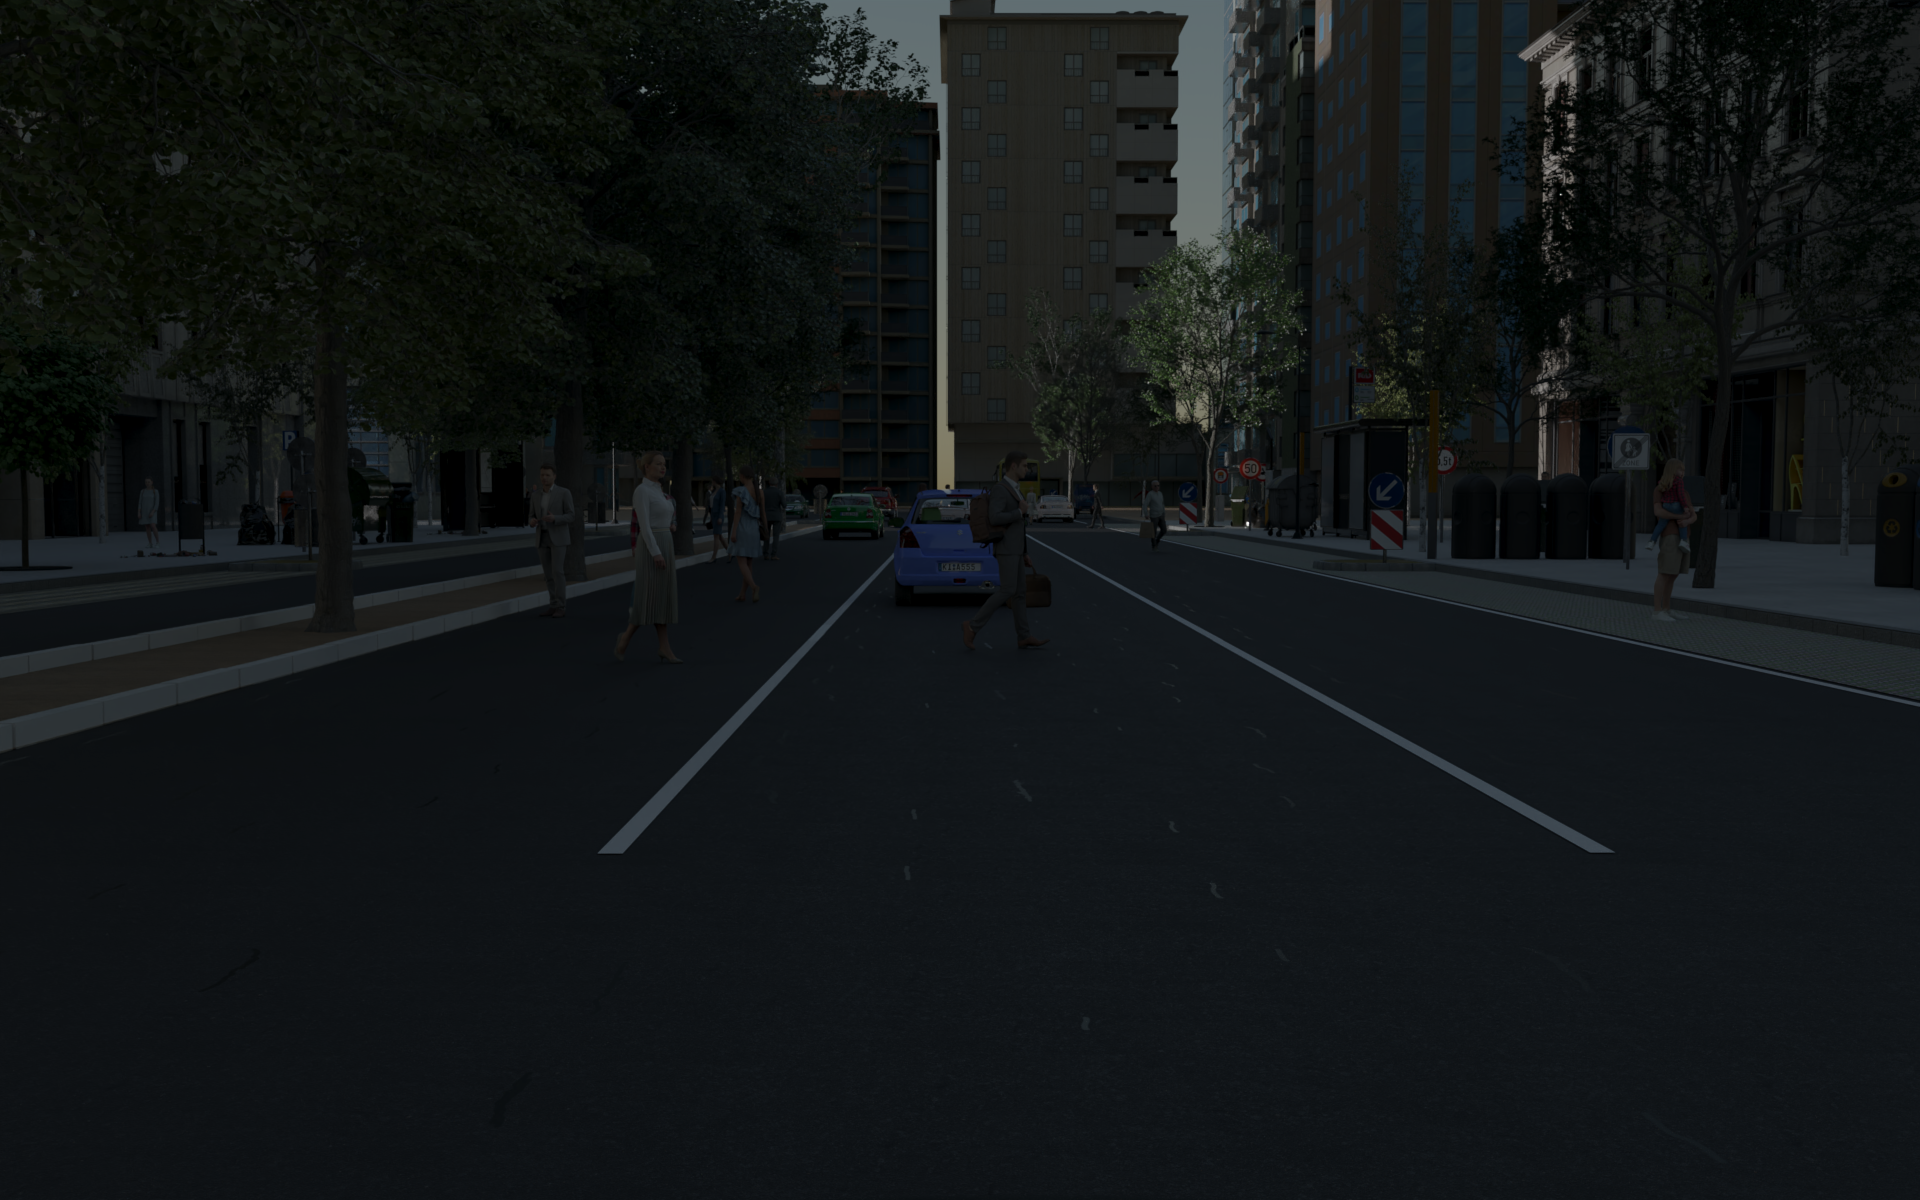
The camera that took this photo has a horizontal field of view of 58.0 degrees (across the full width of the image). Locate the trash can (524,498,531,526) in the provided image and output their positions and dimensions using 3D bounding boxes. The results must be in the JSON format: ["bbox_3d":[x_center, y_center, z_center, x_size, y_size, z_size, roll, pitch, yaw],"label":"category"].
[{"bbox_3d":[-17.437,-3.509,69.023,0.748,1.137,0.748,0,3,0],"label":"trash can"}]

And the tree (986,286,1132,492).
[{"bbox_3d":[8.838,-18.568,159.471,12.611,20.169,13.585,0,3,0],"label":"tree"}]

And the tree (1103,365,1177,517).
[{"bbox_3d":[10.050,-8.860,95.229,4.360,8.622,3.978,0,3,0],"label":"tree"}]

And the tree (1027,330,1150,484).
[{"bbox_3d":[9.437,-13.347,128.590,12.009,13.543,11.850,0,3,0],"label":"tree"}]

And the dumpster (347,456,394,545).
[{"bbox_3d":[-15.507,-2.554,44.253,1.502,2.255,1.985,0,4,0],"label":"dumpster"}]

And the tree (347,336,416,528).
[{"bbox_3d":[-21.794,-6.686,59.687,4.360,8.622,3.978,0,3,0],"label":"tree"}]

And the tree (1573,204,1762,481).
[{"bbox_3d":[18.158,-5.733,44.092,4.737,8.622,4.395,0,3,0],"label":"tree"}]

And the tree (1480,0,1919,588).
[{"bbox_3d":[10.435,-5.427,23.136,7.601,10.594,8.767,2,4,31],"label":"tree"}]

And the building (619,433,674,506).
[{"bbox_3d":[-43.034,-30.682,193.527,23.993,40.220,32.217,0,4,0],"label":"building"}]

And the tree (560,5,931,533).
[{"bbox_3d":[-7.819,-12.567,63.821,12.611,20.169,13.585,0,3,0],"label":"tree"}]

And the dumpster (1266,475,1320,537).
[{"bbox_3d":[9.959,-2.826,51.960,1.264,1.857,1.865,0,4,0],"label":"dumpster"}]

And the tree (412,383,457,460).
[{"bbox_3d":[-23.103,-7.865,78.956,4.737,8.622,4.395,0,3,0],"label":"tree"}]

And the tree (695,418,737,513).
[{"bbox_3d":[-16.300,-10.235,117.710,4.360,8.622,3.978,0,3,0],"label":"tree"}]

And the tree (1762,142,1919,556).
[{"bbox_3d":[18.420,-5.208,35.517,4.360,8.622,3.978,0,3,0],"label":"tree"}]

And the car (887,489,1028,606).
[{"bbox_3d":[-0.028,-0.855,23.565,1.945,1.707,3.694,0,4,-1],"label":"car"}]

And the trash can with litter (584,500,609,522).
[{"bbox_3d":[-16.869,-4.148,78.879,1.678,1.210,2.233,3,5,45],"label":"trash can with litter"}]

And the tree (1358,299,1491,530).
[{"bbox_3d":[17.344,-6.864,62.586,4.737,8.622,4.395,0,3,0],"label":"tree"}]

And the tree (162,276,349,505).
[{"bbox_3d":[-22.643,-6.405,55.089,4.360,8.622,3.978,0,3,0],"label":"tree"}]

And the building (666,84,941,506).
[{"bbox_3d":[-16.580,-32.633,188.179,28.867,44.769,22.147,0,4,0],"label":"building"}]

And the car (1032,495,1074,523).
[{"bbox_3d":[4.690,-4.599,87.563,2.083,1.381,4.827,0,4,-2],"label":"car"}]

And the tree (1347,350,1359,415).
[{"bbox_3d":[17.587,-7.236,68.670,4.737,8.622,4.395,0,3,0],"label":"tree"}]

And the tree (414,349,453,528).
[{"bbox_3d":[-20.455,-6.989,64.630,4.360,8.622,3.978,0,3,0],"label":"tree"}]

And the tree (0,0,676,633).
[{"bbox_3d":[-6.602,-5.959,18.022,7.486,12.596,7.792,0,3,0],"label":"tree"}]

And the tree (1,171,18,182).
[{"bbox_3d":[-20.609,-5.296,36.947,4.737,8.622,4.395,0,3,0],"label":"tree"}]

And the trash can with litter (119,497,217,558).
[{"bbox_3d":[-16.278,-1.507,35.693,1.678,1.210,2.233,3,5,41],"label":"trash can with litter"}]

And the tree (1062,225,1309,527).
[{"bbox_3d":[9.795,-8.621,66.705,9.928,11.665,9.643,0,3,0],"label":"tree"}]

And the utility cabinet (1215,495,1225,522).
[{"bbox_3d":[12.156,-4.278,81.110,0.306,1.237,1.020,0,4,0],"label":"utility cabinet"}]

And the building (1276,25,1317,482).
[{"bbox_3d":[27.343,-20.744,110.868,14.160,30.474,14.107,0,4,0],"label":"building"}]

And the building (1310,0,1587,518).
[{"bbox_3d":[28.061,-27.289,96.291,14.600,45.320,14.200,0,4,0],"label":"building"}]

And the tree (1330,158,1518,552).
[{"bbox_3d":[10.205,-5.359,37.974,4.360,8.622,3.978,0,3,0],"label":"tree"}]

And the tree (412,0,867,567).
[{"bbox_3d":[-6.558,-8.017,40.189,9.857,13.997,8.962,0,3,0],"label":"tree"}]

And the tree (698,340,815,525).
[{"bbox_3d":[-6.498,-6.275,55.422,4.737,8.622,4.395,0,3,0],"label":"tree"}]

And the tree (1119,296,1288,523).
[{"bbox_3d":[10.922,-8.739,77.293,8.767,10.594,7.601,2,4,34],"label":"tree"}]

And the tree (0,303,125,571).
[{"bbox_3d":[-15.974,-2.788,29.298,4.285,4.588,4.351,0,3,0],"label":"tree"}]

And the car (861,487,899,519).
[{"bbox_3d":[-4.420,-5.137,92.659,2.281,1.827,5.304,0,4,0],"label":"car"}]

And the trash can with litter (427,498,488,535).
[{"bbox_3d":[-16.047,-2.715,55.447,2.233,1.210,1.678,-3,4,-36],"label":"trash can with litter"}]

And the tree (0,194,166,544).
[{"bbox_3d":[-22.510,-5.775,44.781,4.737,8.622,4.395,0,3,0],"label":"tree"}]

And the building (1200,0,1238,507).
[{"bbox_3d":[40.927,-53.484,187.138,31.000,86.520,22.319,0,4,0],"label":"building"}]

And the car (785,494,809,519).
[{"bbox_3d":[-10.032,-5.582,103.067,2.131,1.459,4.920,0,4,0],"label":"car"}]

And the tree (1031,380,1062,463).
[{"bbox_3d":[9.520,-13.482,146.186,9.928,11.665,9.643,0,3,0],"label":"tree"}]

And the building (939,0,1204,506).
[{"bbox_3d":[11.584,-36.847,191.685,27.495,52.752,28.713,0,4,0],"label":"building"}]

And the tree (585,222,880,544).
[{"bbox_3d":[-6.421,-6.865,49.105,8.767,10.594,7.601,0,4,0],"label":"tree"}]

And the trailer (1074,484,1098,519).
[{"bbox_3d":[7.240,-5.752,101.094,1.471,1.999,3.904,0,4,1],"label":"trailer"}]

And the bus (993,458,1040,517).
[{"bbox_3d":[3.677,-7.398,112.508,2.896,3.916,12.252,0,3,0],"label":"bus"}]

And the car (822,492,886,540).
[{"bbox_3d":[-3.416,-2.887,56.001,1.959,1.807,4.718,0,4,1],"label":"car"}]

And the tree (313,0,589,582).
[{"bbox_3d":[-6.490,-7.283,28.185,9.857,13.997,8.962,0,3,0],"label":"tree"}]
